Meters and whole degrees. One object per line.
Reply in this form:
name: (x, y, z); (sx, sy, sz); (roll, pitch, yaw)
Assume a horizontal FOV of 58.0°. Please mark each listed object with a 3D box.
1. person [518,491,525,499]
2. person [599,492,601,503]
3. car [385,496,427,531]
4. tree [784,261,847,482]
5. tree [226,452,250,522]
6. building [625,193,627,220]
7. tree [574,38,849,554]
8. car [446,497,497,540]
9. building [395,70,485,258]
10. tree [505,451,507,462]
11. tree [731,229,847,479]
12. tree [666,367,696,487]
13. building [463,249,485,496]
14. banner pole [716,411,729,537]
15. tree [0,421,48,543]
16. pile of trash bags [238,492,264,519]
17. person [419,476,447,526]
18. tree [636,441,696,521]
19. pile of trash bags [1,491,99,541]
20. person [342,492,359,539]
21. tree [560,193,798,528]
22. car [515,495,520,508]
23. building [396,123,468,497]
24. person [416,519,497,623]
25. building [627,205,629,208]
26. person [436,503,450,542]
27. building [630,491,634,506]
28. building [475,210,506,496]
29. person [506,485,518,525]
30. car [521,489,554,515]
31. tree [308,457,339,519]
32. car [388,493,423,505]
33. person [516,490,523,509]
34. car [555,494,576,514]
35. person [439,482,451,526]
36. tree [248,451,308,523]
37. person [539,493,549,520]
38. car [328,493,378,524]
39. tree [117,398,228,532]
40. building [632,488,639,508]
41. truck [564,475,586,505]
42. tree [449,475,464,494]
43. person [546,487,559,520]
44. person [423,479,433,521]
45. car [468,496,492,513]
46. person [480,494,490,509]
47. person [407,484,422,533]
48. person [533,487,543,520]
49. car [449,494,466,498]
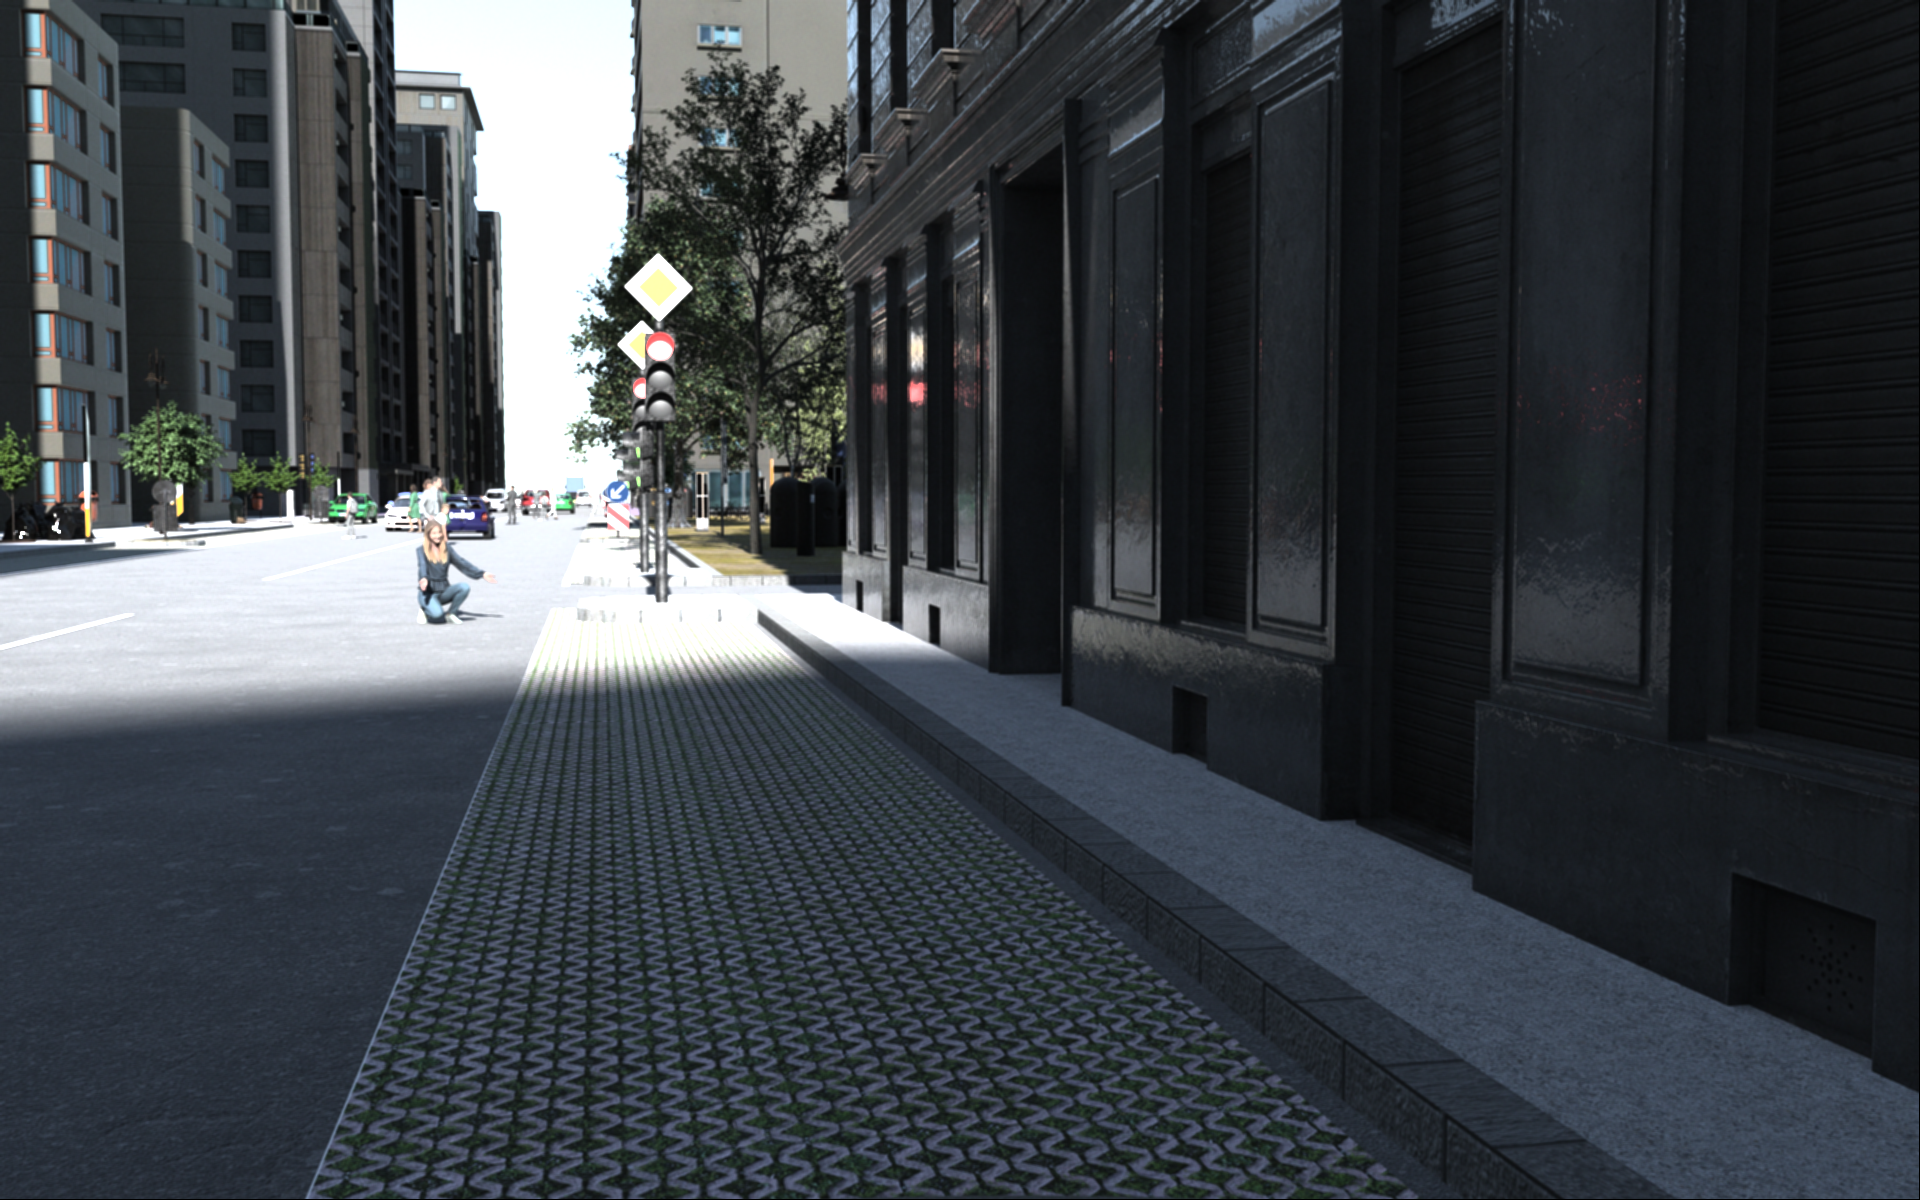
person: (-40.924, -9.387, 162.705); (1.217, 1.736, 0.721); (0, 4, -1)
person: (-49.634, -14.071, 239.236); (0.721, 1.739, 1.217); (-2, 4, -35)
car: (-21.550, -3.429, 68.429); (2.083, 1.381, 4.827); (-1, 4, -12)
tree: (-3.316, -6.292, 53.242); (4.737, 8.622, 4.395); (0, 3, 0)
tree: (-33.130, -5.226, 80.044); (1.663, 3.219, 1.824); (0, 3, 0)
building: (-30.169, -34.316, 215.696); (22.147, 44.769, 28.867); (-1, 4, -12)
tree: (-4.641, -6.250, 36.594); (7.601, 10.594, 8.767); (-3, 5, -40)
car: (-15.858, -2.626, 55.518); (1.945, 1.354, 3.894); (-1, 4, -13)
building: (-75.275, -38.503, 218.758); (28.713, 52.752, 27.495); (-1, 4, -12)
tree: (-68.342, -18.568, 253.952); (4.360, 8.622, 3.978); (0, 3, 0)
tree: (-4.589, -5.970, 47.977); (4.360, 8.622, 3.978); (0, 3, 0)
tree: (-15.863, -8.752, 93.465); (4.360, 8.622, 3.978); (0, 3, 0)
building: (-63.034, -26.237, 200.682); (14.160, 30.474, 14.107); (-1, 4, -12)
banner pole: (-7.107, -3.800, 52.149); (0.401, 3.779, 0.863); (-1, 4, -22)
tree: (-25.253, -3.135, 45.858); (1.663, 3.219, 1.824); (0, 3, 0)
pile of trash bags: (-37.853, -4.928, 90.319); (3.447, 1.369, 1.912); (1, 4, 14)
person: (-11.094, -1.709, 36.541); (0.391, 1.810, 0.635); (1, 4, 17)
tree: (-14.261, -6.016, 82.076); (4.285, 4.588, 4.351); (0, 3, 0)
pile of trash bags: (-25.392, -2.399, 48.973); (1.912, 1.369, 3.447); (0, 4, 1)
person: (-19.621, -2.730, 55.738); (0.523, 1.515, 0.503); (-1, 4, -16)
tree: (-10.586, -9.083, 65.510); (9.611, 12.733, 9.660); (0, 3, 0)
car: (-43.479, -9.766, 172.034); (2.083, 1.381, 4.827); (-1, 4, -11)
building: (-60.881, -30.703, 185.583); (14.154, 41.232, 14.086); (-1, 4, -12)
person: (-5.645, -0.317, 19.176); (1.012, 1.151, 0.738); (-3, 5, -41)
building: (-35.539, -38.268, 245.288); (23.786, 49.044, 30.456); (-1, 4, -12)
person: (-10.338, -1.310, 34.604); (0.352, 1.250, 0.332); (0, 4, 1)
building: (-30.044, -25.839, 194.173); (14.160, 30.474, 14.107); (-1, 4, -12)
building: (-71.321, -34.149, 241.922); (14.154, 41.232, 14.086); (-1, 4, -12)
person: (-21.143, -4.476, 81.482); (0.447, 1.846, 0.655); (2, 4, 30)
car: (-29.089, -6.771, 119.380); (2.281, 1.827, 5.304); (-1, 4, -11)
tree: (-33.712, -5.892, 90.932); (1.663, 3.219, 1.824); (0, 3, 0)
car: (-24.052, -4.063, 76.029); (1.945, 1.707, 3.694); (-1, 4, -13)
person: (-41.998, -9.639, 166.174); (1.350, 1.814, 0.705); (-2, 4, -25)
car: (-29.185, -7.229, 126.983); (1.959, 1.807, 4.718); (-1, 4, -11)
person: (-14.415, -2.401, 47.996); (0.600, 1.795, 0.529); (-1, 4, -16)
tree: (-30.451, -5.062, 77.371); (1.663, 3.219, 1.824); (0, 3, 0)
person: (-22.673, -5.088, 94.282); (0.523, 1.515, 0.503); (2, 4, 24)
car: (-28.969, -4.519, 82.677); (1.959, 1.807, 4.718); (-1, 4, -10)
tree: (-26.782, -4.613, 59.138); (4.285, 4.588, 4.351); (0, 3, 0)
building: (-15.462, -29.112, 167.854); (32.217, 40.220, 23.993); (-1, 4, -12)
truck: (-51.856, -14.842, 232.420); (2.967, 4.110, 18.799); (-1, 4, -11)
tree: (-50.702, -11.004, 174.509); (1.663, 3.219, 1.824); (0, 3, 0)
person: (-22.931, -5.438, 97.296); (0.818, 1.842, 0.514); (-2, 4, -29)
person: (-12.443, -1.973, 41.039); (0.573, 1.790, 0.520); (-2, 4, -30)
car: (-32.902, -6.443, 117.916); (1.945, 1.354, 3.894); (-1, 4, -11)
person: (-28.517, -5.638, 103.874); (0.628, 1.438, 0.799); (0, 4, 0)
person: (-20.302, -3.406, 64.441); (0.529, 1.795, 0.600); (0, 4, -2)
person: (-23.450, -5.348, 96.121); (0.526, 1.800, 0.537); (-1, 4, -16)
car: (-30.971, -5.755, 106.095); (2.014, 1.417, 4.499); (-1, 4, -10)
